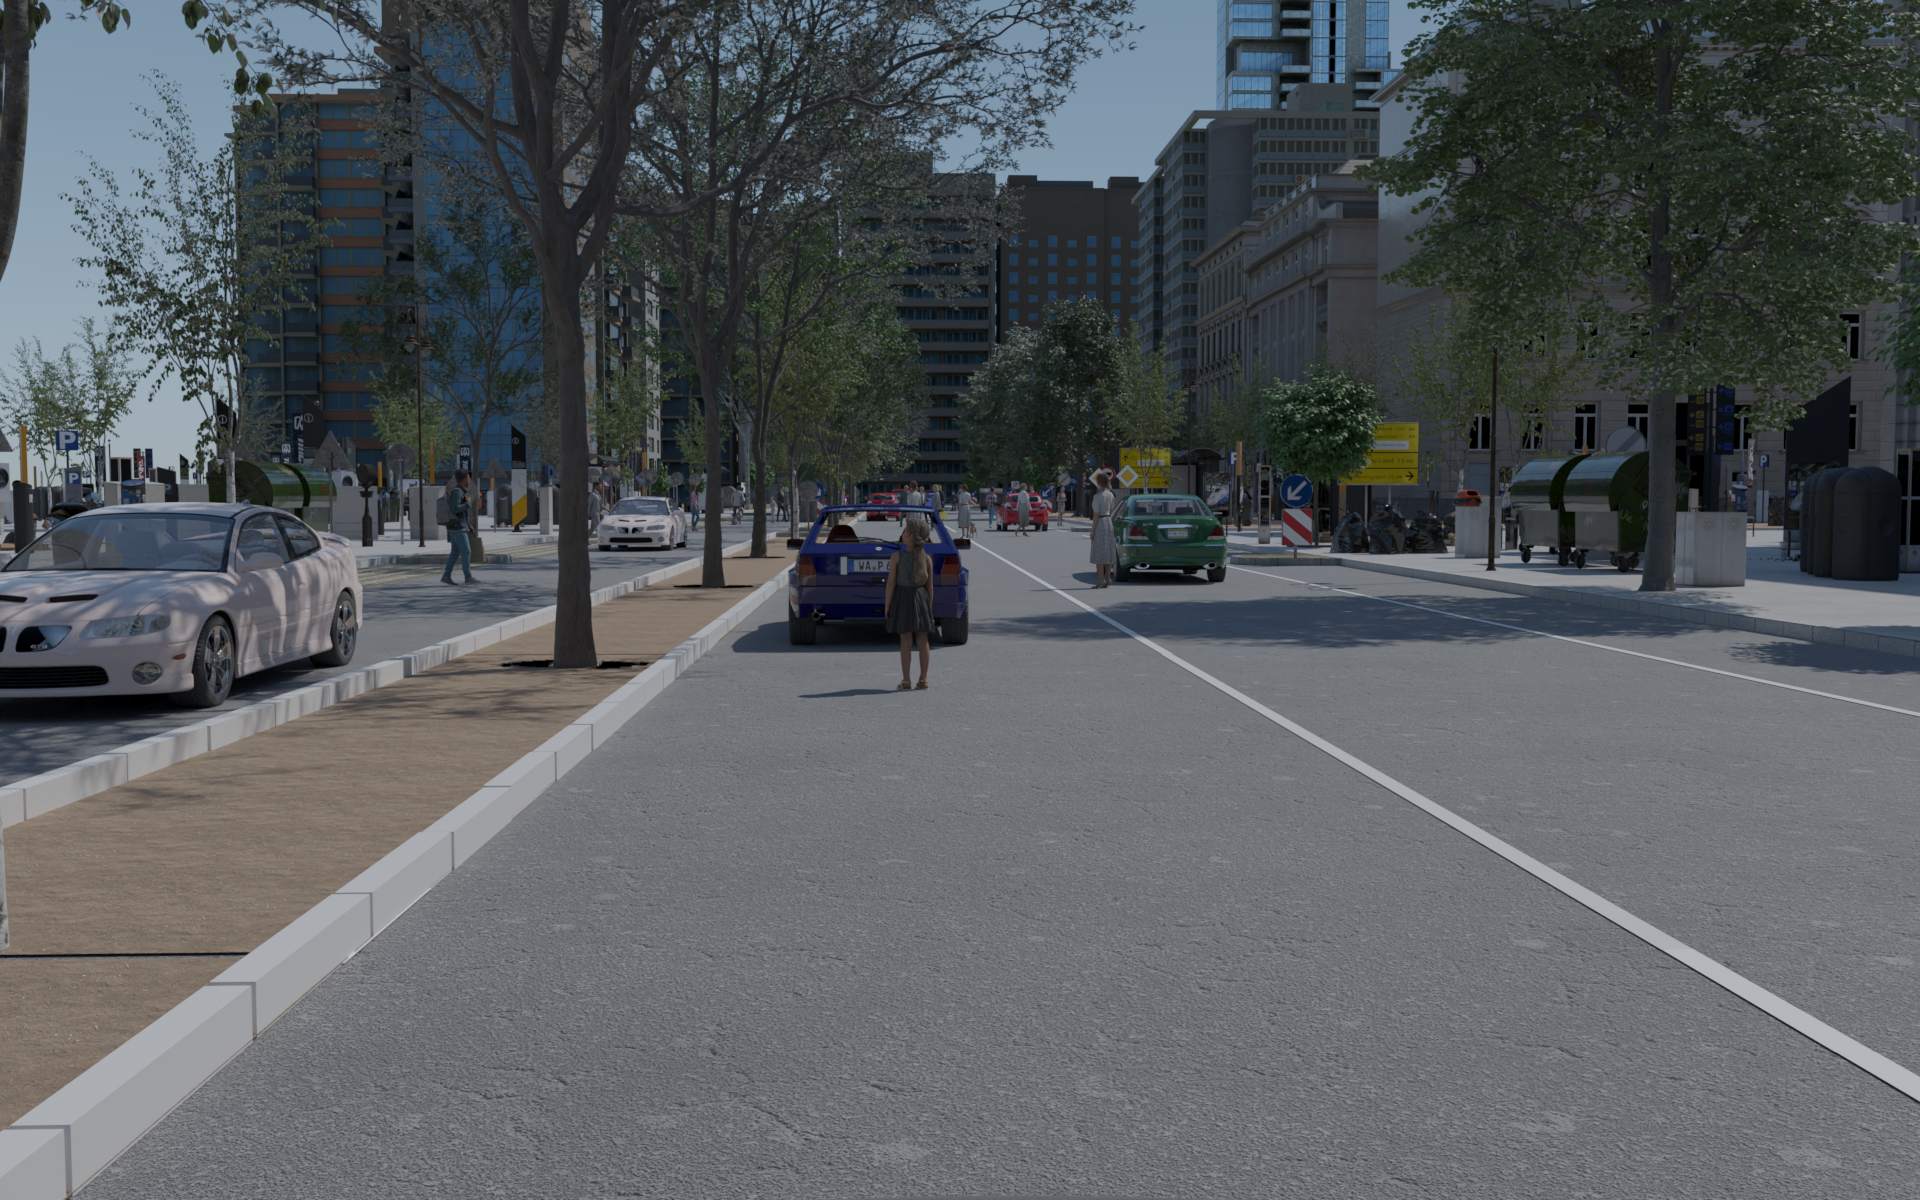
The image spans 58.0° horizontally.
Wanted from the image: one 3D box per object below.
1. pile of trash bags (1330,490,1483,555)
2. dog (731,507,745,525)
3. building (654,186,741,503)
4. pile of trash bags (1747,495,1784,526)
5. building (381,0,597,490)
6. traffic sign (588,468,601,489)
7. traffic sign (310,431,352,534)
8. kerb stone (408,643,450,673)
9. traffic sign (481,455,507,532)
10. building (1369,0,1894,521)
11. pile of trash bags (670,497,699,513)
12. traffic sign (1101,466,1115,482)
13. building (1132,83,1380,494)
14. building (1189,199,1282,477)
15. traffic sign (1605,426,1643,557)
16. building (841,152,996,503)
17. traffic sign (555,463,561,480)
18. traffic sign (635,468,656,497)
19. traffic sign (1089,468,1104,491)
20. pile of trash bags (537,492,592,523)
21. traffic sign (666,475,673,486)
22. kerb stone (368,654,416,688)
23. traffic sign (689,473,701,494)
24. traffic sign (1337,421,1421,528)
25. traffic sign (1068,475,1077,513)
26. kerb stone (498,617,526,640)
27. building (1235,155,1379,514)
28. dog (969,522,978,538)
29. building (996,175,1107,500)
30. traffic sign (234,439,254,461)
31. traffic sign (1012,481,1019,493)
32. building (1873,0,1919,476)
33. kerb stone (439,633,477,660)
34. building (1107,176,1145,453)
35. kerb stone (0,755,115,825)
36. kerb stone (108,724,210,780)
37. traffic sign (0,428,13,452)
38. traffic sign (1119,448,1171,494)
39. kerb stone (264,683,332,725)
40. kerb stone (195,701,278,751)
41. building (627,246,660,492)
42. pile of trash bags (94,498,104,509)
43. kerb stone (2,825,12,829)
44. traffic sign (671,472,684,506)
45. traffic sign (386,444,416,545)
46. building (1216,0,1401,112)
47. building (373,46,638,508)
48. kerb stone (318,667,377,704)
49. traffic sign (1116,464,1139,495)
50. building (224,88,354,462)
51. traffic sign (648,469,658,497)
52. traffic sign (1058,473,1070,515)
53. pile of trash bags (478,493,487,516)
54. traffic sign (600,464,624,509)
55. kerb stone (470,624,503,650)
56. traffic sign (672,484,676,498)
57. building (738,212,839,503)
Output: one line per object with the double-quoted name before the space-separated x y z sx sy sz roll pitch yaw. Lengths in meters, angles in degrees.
"pile of trash bags" 9.948 -1.722 37.914 3.447 1.369 1.912 -1 4 -23
"dog" -10.402 -3.864 80.009 0.800 0.831 0.513 1 4 10
"building" -45.879 -36.285 247.885 28.867 44.769 22.147 0 4 -2
"pile of trash bags" 33.022 -3.686 70.025 3.447 1.369 1.912 3 5 44
"building" -39.041 -30.345 146.253 14.600 45.320 14.200 0 4 -2
"traffic sign" -17.854 -5.148 84.280 0.768 2.556 0.104 0 4 -1
"traffic sign" -12.928 -2.176 35.582 0.884 2.594 0.081 0 4 5
"kerb stone" -4.395 0.491 14.200 0.120 0.150 1.000 0 4 -2
"traffic sign" -15.551 -3.537 57.835 0.884 2.594 0.081 0 4 2
"building" 34.660 -17.752 87.505 25.104 27.353 12.463 0 4 -2
"pile of trash bags" -18.445 -6.714 119.525 3.447 1.369 1.912 0 4 -7
"traffic sign" 6.658 -4.797 78.537 0.768 2.556 0.104 0 4 6
"building" 32.827 -29.127 168.107 32.217 40.220 23.993 0 4 -2
"building" 24.583 -18.543 132.054 11.050 23.489 19.941 0 4 -2
"traffic sign" 12.431 -1.978 32.445 0.768 2.556 0.104 0 4 1
"building" -6.042 -38.180 247.939 21.600 48.544 21.300 0 4 -2
"traffic sign" -16.049 -4.286 70.179 0.768 2.556 0.104 0 4 7
"traffic sign" -11.919 -3.793 65.665 0.795 2.450 0.064 0 4 -2
"traffic sign" 5.312 -3.835 66.341 0.795 2.450 0.064 0 4 -2
"pile of trash bags" -17.884 -4.154 77.672 3.447 1.369 1.912 0 4 4
"traffic sign" -17.340 -6.240 103.215 0.795 2.450 0.064 0 4 0
"kerb stone" -4.353 0.552 13.174 0.120 0.150 1.000 0 4 -2
"traffic sign" -16.293 -6.503 106.429 0.768 2.556 0.104 0 4 3
"traffic sign" 11.761 -3.354 48.707 2.265 3.308 0.079 0 4 6
"traffic sign" 7.538 -7.120 116.522 0.768 2.556 0.104 0 4 1
"kerb stone" -4.524 0.301 17.277 0.120 0.150 1.000 0 4 -2
"building" 26.393 -16.403 109.983 13.314 21.916 24.055 0 4 -2
"dog" 0.441 -2.314 57.120 0.406 0.507 0.540 -2 4 -25
"building" 12.483 -36.444 245.967 14.200 45.320 14.600 0 4 -2
"traffic sign" -16.825 -2.481 40.560 0.884 2.594 0.081 0 4 3
"traffic sign" 4.403 -8.296 137.770 0.606 2.300 0.079 0 4 6
"building" 30.158 -11.698 33.060 13.314 21.916 24.055 0 4 -2
"kerb stone" -4.448 0.426 15.224 0.120 0.150 1.000 0 4 -2
"building" 26.649 -36.512 247.081 14.200 45.320 14.600 0 4 -2
"kerb stone" -4.157 0.867 8.057 0.120 0.150 1.000 0 4 -2
"kerb stone" -4.203 0.802 9.077 0.120 0.150 1.000 0 4 -2
"traffic sign" -12.424 -1.343 21.958 0.884 2.594 0.081 0 4 6
"traffic sign" 8.122 -5.020 75.949 2.265 3.308 0.079 0 4 1
"kerb stone" -4.277 0.677 11.125 0.120 0.150 1.000 0 4 -2
"kerb stone" -4.233 0.741 10.099 0.120 0.150 1.000 0 4 -2
"building" -41.303 -25.896 195.096 14.107 30.474 14.160 0 4 -2
"pile of trash bags" -26.922 -2.803 55.581 1.912 1.369 3.447 3 5 40
"kerb stone" -4.113 0.928 7.032 0.120 0.150 1.000 0 4 -2
"traffic sign" -16.444 -6.151 100.679 0.768 2.556 0.104 0 4 3
"traffic sign" -14.171 -2.681 43.937 0.768 2.556 0.104 0 4 1
"building" 49.661 -57.360 250.503 31.000 86.520 22.319 0 4 -2
"building" -43.236 -31.398 167.979 22.147 44.769 28.867 0 4 -2
"kerb stone" -4.320 0.615 12.146 0.120 0.150 1.000 0 4 -2
"traffic sign" 5.635 -3.347 58.362 0.795 2.450 0.064 0 4 -2
"building" -62.910 -32.750 190.093 28.867 44.769 22.147 0 4 -2
"traffic sign" -15.753 -5.381 88.085 0.768 2.556 0.104 0 4 5
"traffic sign" 6.415 -6.525 106.784 0.768 2.556 0.104 0 4 -1
"pile of trash bags" -28.670 -5.640 101.971 1.912 1.369 3.447 -2 4 -28
"traffic sign" -11.596 -3.305 57.686 0.795 2.450 0.064 0 4 -2
"kerb stone" -4.488 0.365 16.248 0.120 0.150 1.000 0 4 -2
"traffic sign" -20.642 -7.638 124.988 0.768 2.556 0.104 0 4 0
"building" -24.072 -34.304 244.457 14.086 41.232 14.154 0 4 -2
